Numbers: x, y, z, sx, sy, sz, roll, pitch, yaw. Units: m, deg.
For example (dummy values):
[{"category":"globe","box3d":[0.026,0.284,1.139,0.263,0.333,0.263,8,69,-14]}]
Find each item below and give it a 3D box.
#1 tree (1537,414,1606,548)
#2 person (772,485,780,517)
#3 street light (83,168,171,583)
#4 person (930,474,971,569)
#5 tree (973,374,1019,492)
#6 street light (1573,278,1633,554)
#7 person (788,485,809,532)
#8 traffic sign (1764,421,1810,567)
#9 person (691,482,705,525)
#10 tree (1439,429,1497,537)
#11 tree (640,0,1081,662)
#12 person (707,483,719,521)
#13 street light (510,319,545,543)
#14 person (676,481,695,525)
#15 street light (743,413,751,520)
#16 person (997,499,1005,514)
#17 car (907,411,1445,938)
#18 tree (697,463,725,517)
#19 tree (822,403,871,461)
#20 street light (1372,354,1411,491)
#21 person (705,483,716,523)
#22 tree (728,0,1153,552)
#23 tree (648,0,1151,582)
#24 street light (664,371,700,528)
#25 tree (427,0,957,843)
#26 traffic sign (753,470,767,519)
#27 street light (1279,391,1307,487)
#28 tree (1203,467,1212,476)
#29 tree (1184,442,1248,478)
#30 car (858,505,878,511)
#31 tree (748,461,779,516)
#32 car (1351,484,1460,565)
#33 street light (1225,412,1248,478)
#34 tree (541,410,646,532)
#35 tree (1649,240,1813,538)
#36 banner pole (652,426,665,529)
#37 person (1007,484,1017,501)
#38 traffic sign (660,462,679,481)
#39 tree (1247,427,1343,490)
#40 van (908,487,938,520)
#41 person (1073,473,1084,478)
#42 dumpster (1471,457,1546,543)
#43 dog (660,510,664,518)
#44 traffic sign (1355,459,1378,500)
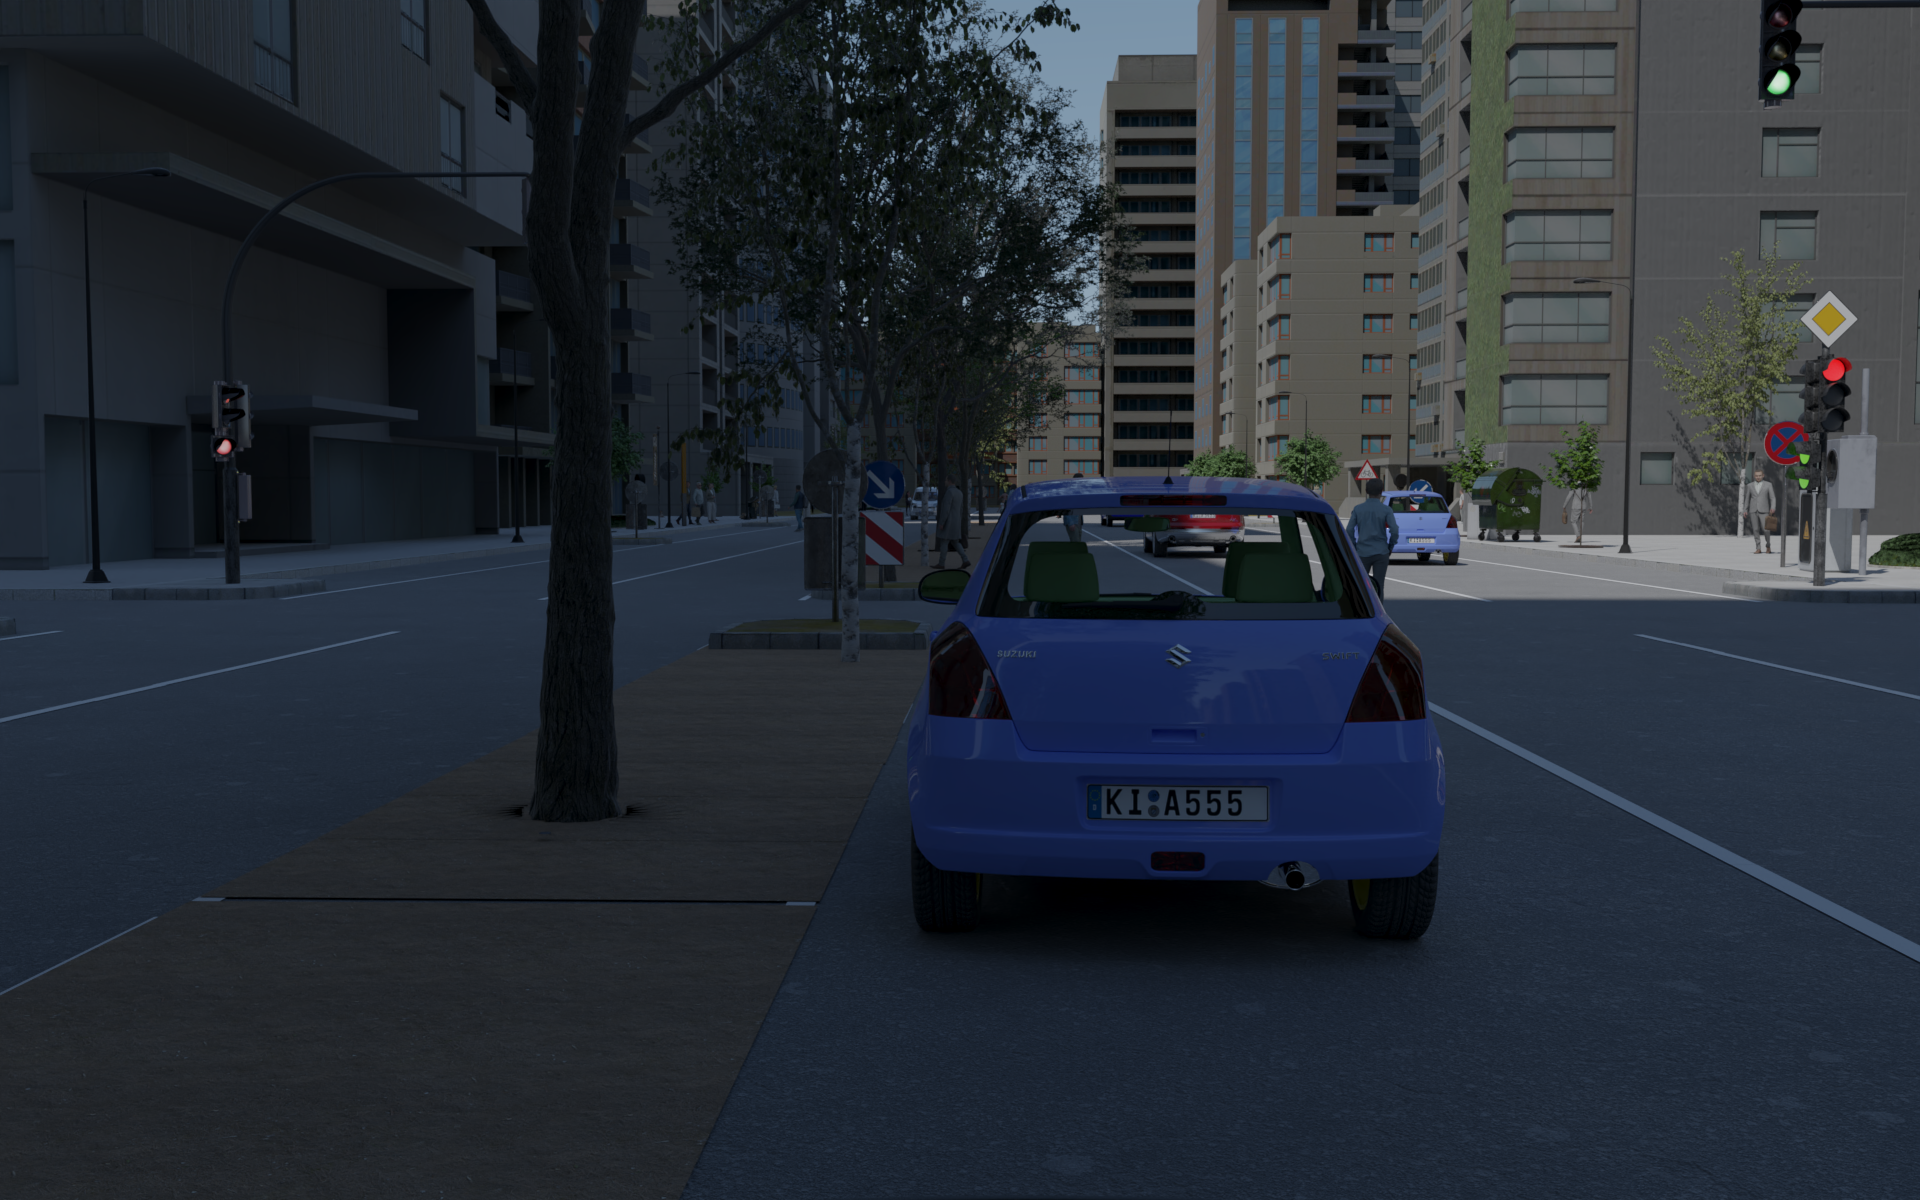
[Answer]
[{"category":"tree","box3d":[14.972,-2.868,41.493,1.663,3.219,1.824,0,3,0]},{"category":"person","box3d":[-10.469,-5.586,97.728,0.624,1.780,0.694,-2,4,-35]},{"category":"street light","box3d":[-11.931,-3.197,24.818,1.470,5.913,1.316,0,4,2]},{"category":"person","box3d":[-0.185,-1.485,32.883,0.767,1.812,0.694,2,4,26]},{"category":"tree","box3d":[1.059,-8.076,84.858,4.737,8.622,4.395,0,3,0]},{"category":"street light","box3d":[13.869,-3.964,37.348,1.470,5.913,1.316,0,4,2]},{"category":"person","box3d":[-6.074,-3.453,65.309,0.721,1.781,0.623,1,4,17]},{"category":"traffic sign","box3d":[14.408,-1.844,30.254,0.768,2.556,0.104,1,4,9]},{"category":"person","box3d":[-10.775,-3.944,71.012,0.515,1.767,0.782,1,4,19]},{"category":"tree","box3d":[15.445,-3.499,51.804,1.663,3.219,1.824,0,3,0]},{"category":"tree","box3d":[-0.940,-3.785,14.709,4.360,8.622,3.978,0,3,0]},{"category":"person","box3d":[-11.856,-4.688,82.787,0.635,1.810,0.391,3,4,38]},{"category":"street light","box3d":[-11.145,-4.466,45.555,1.470,5.913,1.316,0,4,2]},{"category":"person","box3d":[-11.518,-4.082,72.694,0.836,1.842,0.656,0,4,-7]},{"category":"street light","box3d":[-10.032,-6.926,85.776,1.470,5.913,1.316,0,4,2]},{"category":"person","box3d":[2.007,-4.295,83.745,0.382,1.210,0.505,1,4,15]},{"category":"car","box3d":[0.764,0.163,6.926,1.945,1.707,3.694,0,4,4]},{"category":"tree","box3d":[-13.871,-6.321,97.942,1.663,3.219,1.824,0,3,0]},{"category":"tree","box3d":[-9.200,-11.567,139.476,4.737,8.622,4.395,0,3,0]},{"category":"street light","box3d":[14.405,-5.210,57.720,1.470,5.913,1.316,0,4,2]},{"category":"person","box3d":[-10.874,-4.228,75.717,0.362,1.759,0.519,2,4,35]},{"category":"tree","box3d":[-0.425,-7.921,42.338,12.009,13.543,11.850,0,3,0]},{"category":"tree","box3d":[-1.133,-5.580,28.104,8.767,10.594,7.601,0,4,2]},{"category":"street light","box3d":[-10.514,-5.696,65.663,1.470,5.913,1.316,0,4,2]},{"category":"tree","box3d":[-1.596,-4.831,7.207,9.928,11.665,9.643,0,3,0]},{"category":"traffic sign","box3d":[-10.470,-5.538,90.644,0.768,2.556,0.104,1,4,10]},{"category":"street light","box3d":[15.025,-6.450,77.992,1.470,5.913,1.316,0,4,2]},{"category":"tree","box3d":[18.510,-8.203,128.712,1.663,3.219,1.824,0,3,0]},{"category":"tree","box3d":[17.349,-7.725,110.012,4.285,4.588,4.351,0,3,0]},{"category":"car","box3d":[-7.018,-7.712,134.886,1.959,1.807,4.718,0,4,3]},{"category":"tree","box3d":[-11.337,-6.446,99.997,1.663,3.219,1.824,0,3,0]},{"category":"car","box3d":[9.203,-1.622,36.114,1.945,1.707,3.694,0,4,2]},{"category":"street light","box3d":[15.726,-7.694,98.332,1.470,5.913,1.316,0,4,2]},{"category":"tree","box3d":[-12.335,-4.553,58.152,4.285,4.588,4.351,0,3,0]},{"category":"tree","box3d":[22.726,-6.130,50.593,4.737,8.622,4.395,0,3,0]},{"category":"banner pole","box3d":[-11.074,-4.479,63.247,0.401,3.779,0.863,1,4,9]},{"category":"person","box3d":[1.856,-3.182,60.797,0.793,1.790,0.793,-1,4,-13]},{"category":"traffic sign","box3d":[-11.373,-4.135,67.705,0.768,2.556,0.104,0,4,6]},{"category":"tree","box3d":[17.076,-6.205,85.171,4.285,4.588,4.351,0,3,0]},{"category":"van","box3d":[-1.856,-5.487,96.724,2.013,2.044,4.112,0,4,3]},{"category":"person","box3d":[1.896,-1.243,29.175,0.444,1.785,0.601,2,4,35]},{"category":"dumpster","box3d":[14.735,-2.691,46.496,1.502,2.255,1.985,0,4,2]},{"category":"dog","box3d":[-16.296,-4.723,94.963,0.550,0.427,0.748,2,4,27]},{"category":"traffic sign","box3d":[15.161,-3.950,64.584,0.884,2.594,0.081,0,4,3]}]
